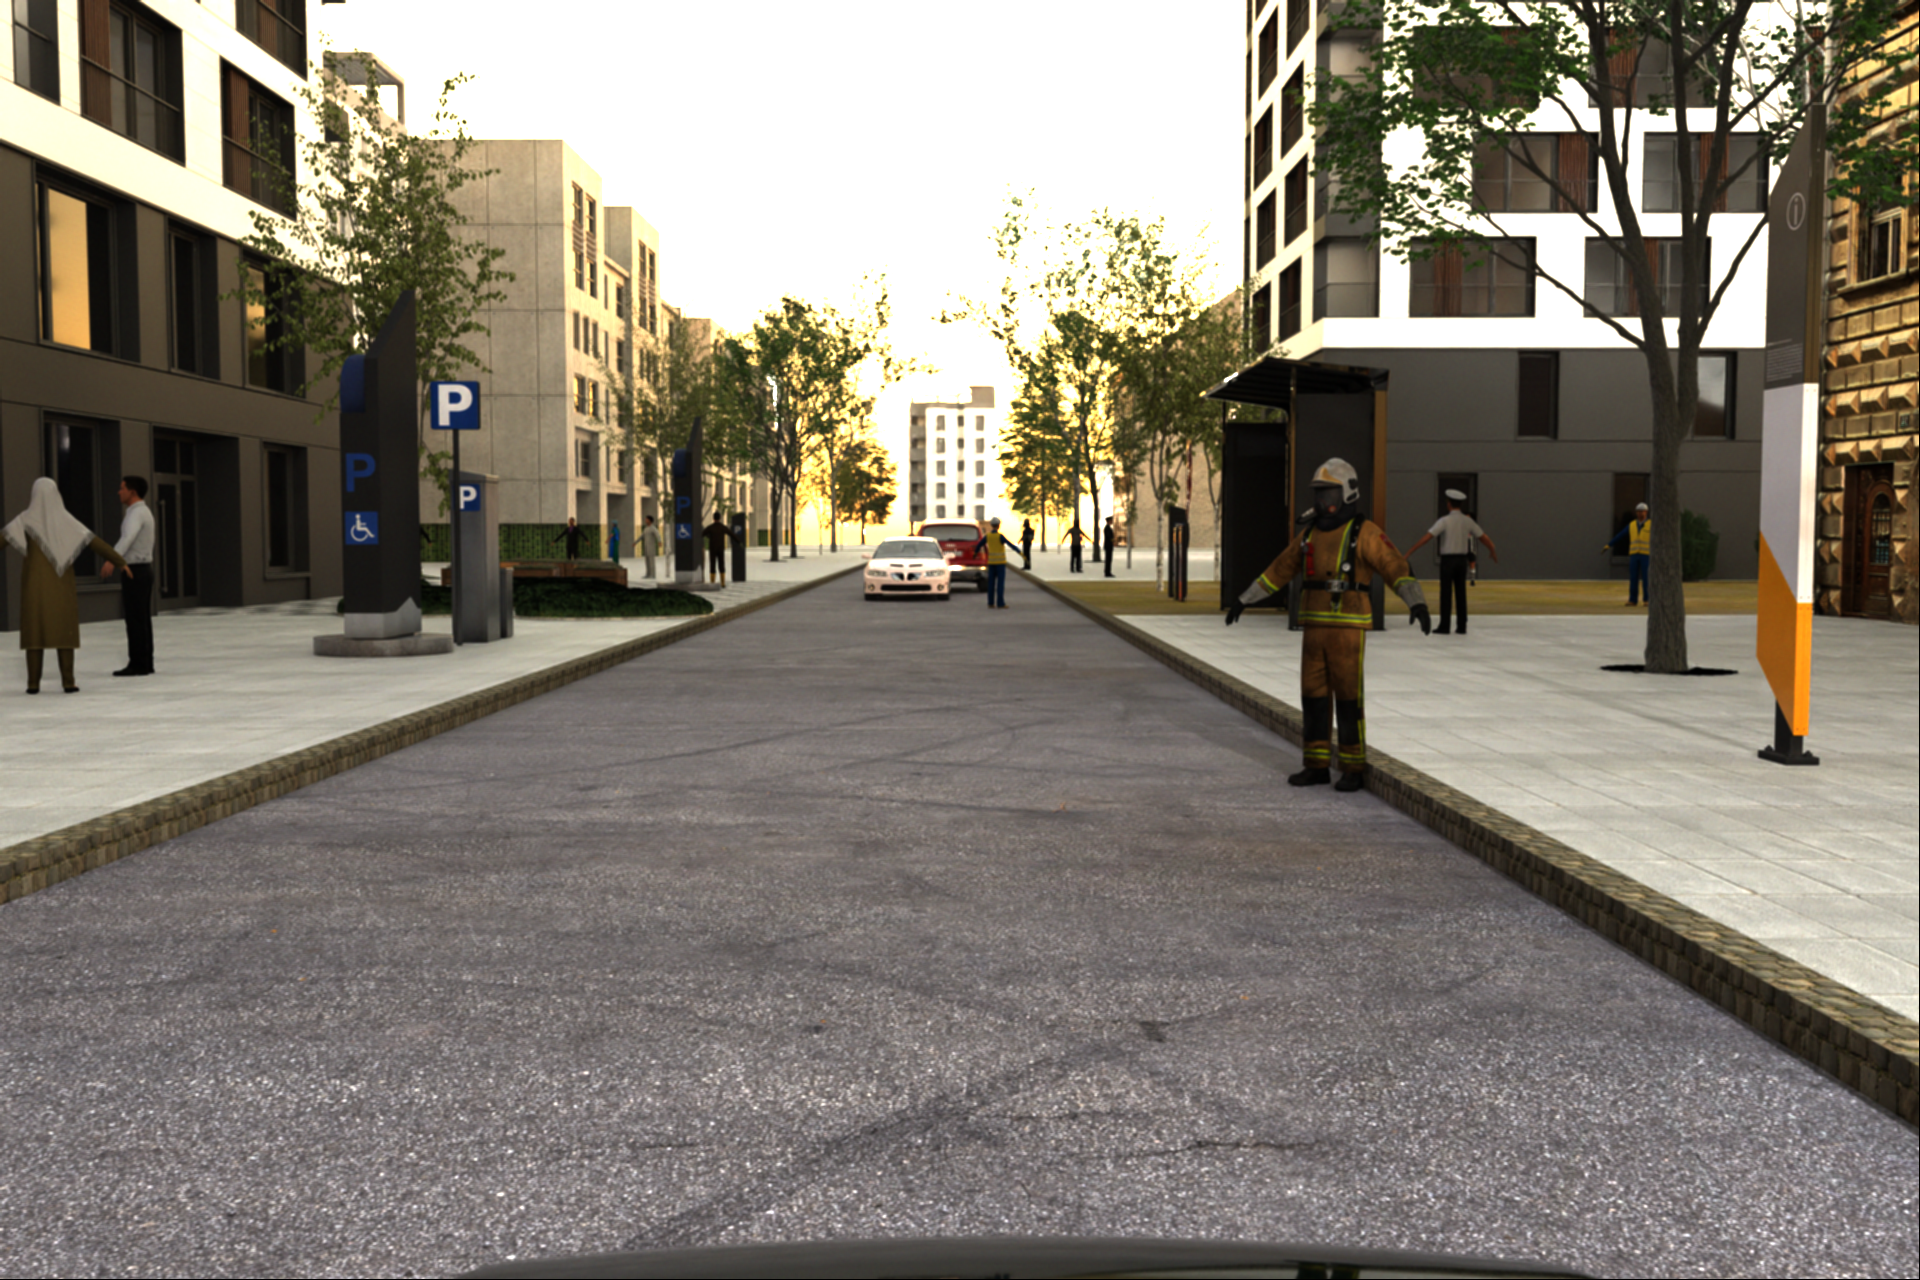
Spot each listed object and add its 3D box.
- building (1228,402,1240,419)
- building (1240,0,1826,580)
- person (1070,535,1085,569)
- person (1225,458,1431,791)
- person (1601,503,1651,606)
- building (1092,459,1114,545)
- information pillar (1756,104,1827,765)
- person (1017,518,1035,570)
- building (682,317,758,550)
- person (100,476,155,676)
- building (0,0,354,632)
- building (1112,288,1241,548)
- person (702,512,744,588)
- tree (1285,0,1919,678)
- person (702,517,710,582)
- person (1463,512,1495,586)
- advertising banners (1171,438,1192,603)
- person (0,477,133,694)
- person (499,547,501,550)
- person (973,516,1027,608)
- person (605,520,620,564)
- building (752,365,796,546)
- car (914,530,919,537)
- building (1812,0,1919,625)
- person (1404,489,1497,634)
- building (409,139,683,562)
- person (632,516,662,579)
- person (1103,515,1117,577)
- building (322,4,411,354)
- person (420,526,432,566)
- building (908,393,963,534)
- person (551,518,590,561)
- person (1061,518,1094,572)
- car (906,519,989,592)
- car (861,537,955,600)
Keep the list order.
[{"bbox_3d":[21.216,-9.319,94.514,9.099,9.664,28.070,0,4,0],"label":"building"},{"bbox_3d":[23.895,-13.434,63.627,27.936,21.610,32.646,0,3,0],"label":"building"},{"bbox_3d":[4.326,-3.330,63.719,0.599,1.433,0.991,-2,4,-26],"label":"person"},{"bbox_3d":[2.094,-0.094,9.764,0.705,1.858,1.354,-3,5,-43],"label":"person"},{"bbox_3d":[12.128,-1.523,30.874,1.349,1.833,0.705,3,5,41],"label":"person"},{"bbox_3d":[20.409,-15.456,194.848,9.099,9.664,28.070,0,3,0],"label":"building"},{"bbox_3d":[4.670,-1.125,9.741,0.183,3.616,0.504,0,4,0],"label":"information pillar"},{"bbox_3d":[2.375,-3.452,62.222,0.705,1.856,1.354,-1,4,-16],"label":"person"},{"bbox_3d":[-28.646,-17.786,157.261,16.747,18.905,31.486,0,3,0],"label":"building"},{"bbox_3d":[-7.537,-0.589,15.788,0.704,1.810,1.344,-1,4,-12],"label":"person"},{"bbox_3d":[-26.332,-10.739,19.563,27.936,21.610,32.646,0,4,-1],"label":"building"},{"bbox_3d":[24.661,-20.379,164.123,19.493,23.208,18.063,0,4,-1],"label":"building"},{"bbox_3d":[-5.812,-2.155,41.370,1.346,1.812,0.704,-1,4,-19],"label":"person"},{"bbox_3d":[6.578,-5.511,15.868,9.928,11.665,9.643,0,3,0],"label":"tree"},{"bbox_3d":[-6.430,-2.231,42.755,0.705,1.796,1.348,2,4,35],"label":"person"},{"bbox_3d":[12.581,-2.249,42.910,1.345,1.843,0.704,2,4,28],"label":"person"},{"bbox_3d":[4.200,-2.239,32.792,0.090,3.025,2.074,0,4,-1],"label":"advertising banners"},{"bbox_3d":[-7.371,-0.443,14.023,1.217,1.736,0.721,-1,4,-21],"label":"person"},{"bbox_3d":[-11.753,-2.213,42.035,1.347,1.847,0.705,2,4,25],"label":"person"},{"bbox_3d":[0.746,-1.503,33.497,1.216,1.772,0.721,2,4,34],"label":"person"},{"bbox_3d":[-13.259,-3.686,66.385,0.704,1.817,1.347,1,4,9],"label":"person"},{"bbox_3d":[-28.513,-20.205,196.807,16.747,18.905,31.486,0,4,0],"label":"building"},{"bbox_3d":[-2.314,-7.109,124.907,2.281,1.827,5.304,0,3,0],"label":"car"},{"bbox_3d":[22.707,-11.426,17.746,19.493,23.208,18.063,0,4,0],"label":"building"},{"bbox_3d":[6.342,-1.010,22.307,1.343,1.855,0.704,-1,4,-13],"label":"person"},{"bbox_3d":[-25.977,-13.891,93.584,16.747,18.905,31.486,0,4,0],"label":"building"},{"bbox_3d":[-8.952,-2.670,49.843,1.347,1.806,0.705,3,5,44],"label":"person"},{"bbox_3d":[4.466,-2.797,51.658,0.705,1.837,1.347,0,4,-3],"label":"person"},{"bbox_3d":[-27.542,-12.368,58.633,16.016,20.090,11.380,0,4,0],"label":"building"},{"bbox_3d":[-16.123,-2.752,51.186,0.705,1.806,1.347,2,4,33],"label":"person"},{"bbox_3d":[-6.330,-22.315,223.724,11.380,20.090,16.016,0,4,-5],"label":"building"},{"bbox_3d":[-12.263,-2.965,54.701,1.346,1.802,0.704,1,4,16],"label":"person"},{"bbox_3d":[3.897,-3.173,58.010,1.348,1.813,0.705,-2,4,-32],"label":"person"},{"bbox_3d":[-0.243,-2.166,44.091,2.281,1.827,5.304,0,4,0],"label":"car"},{"bbox_3d":[-1.145,-1.625,38.930,2.083,1.381,4.827,0,3,0],"label":"car"}]
